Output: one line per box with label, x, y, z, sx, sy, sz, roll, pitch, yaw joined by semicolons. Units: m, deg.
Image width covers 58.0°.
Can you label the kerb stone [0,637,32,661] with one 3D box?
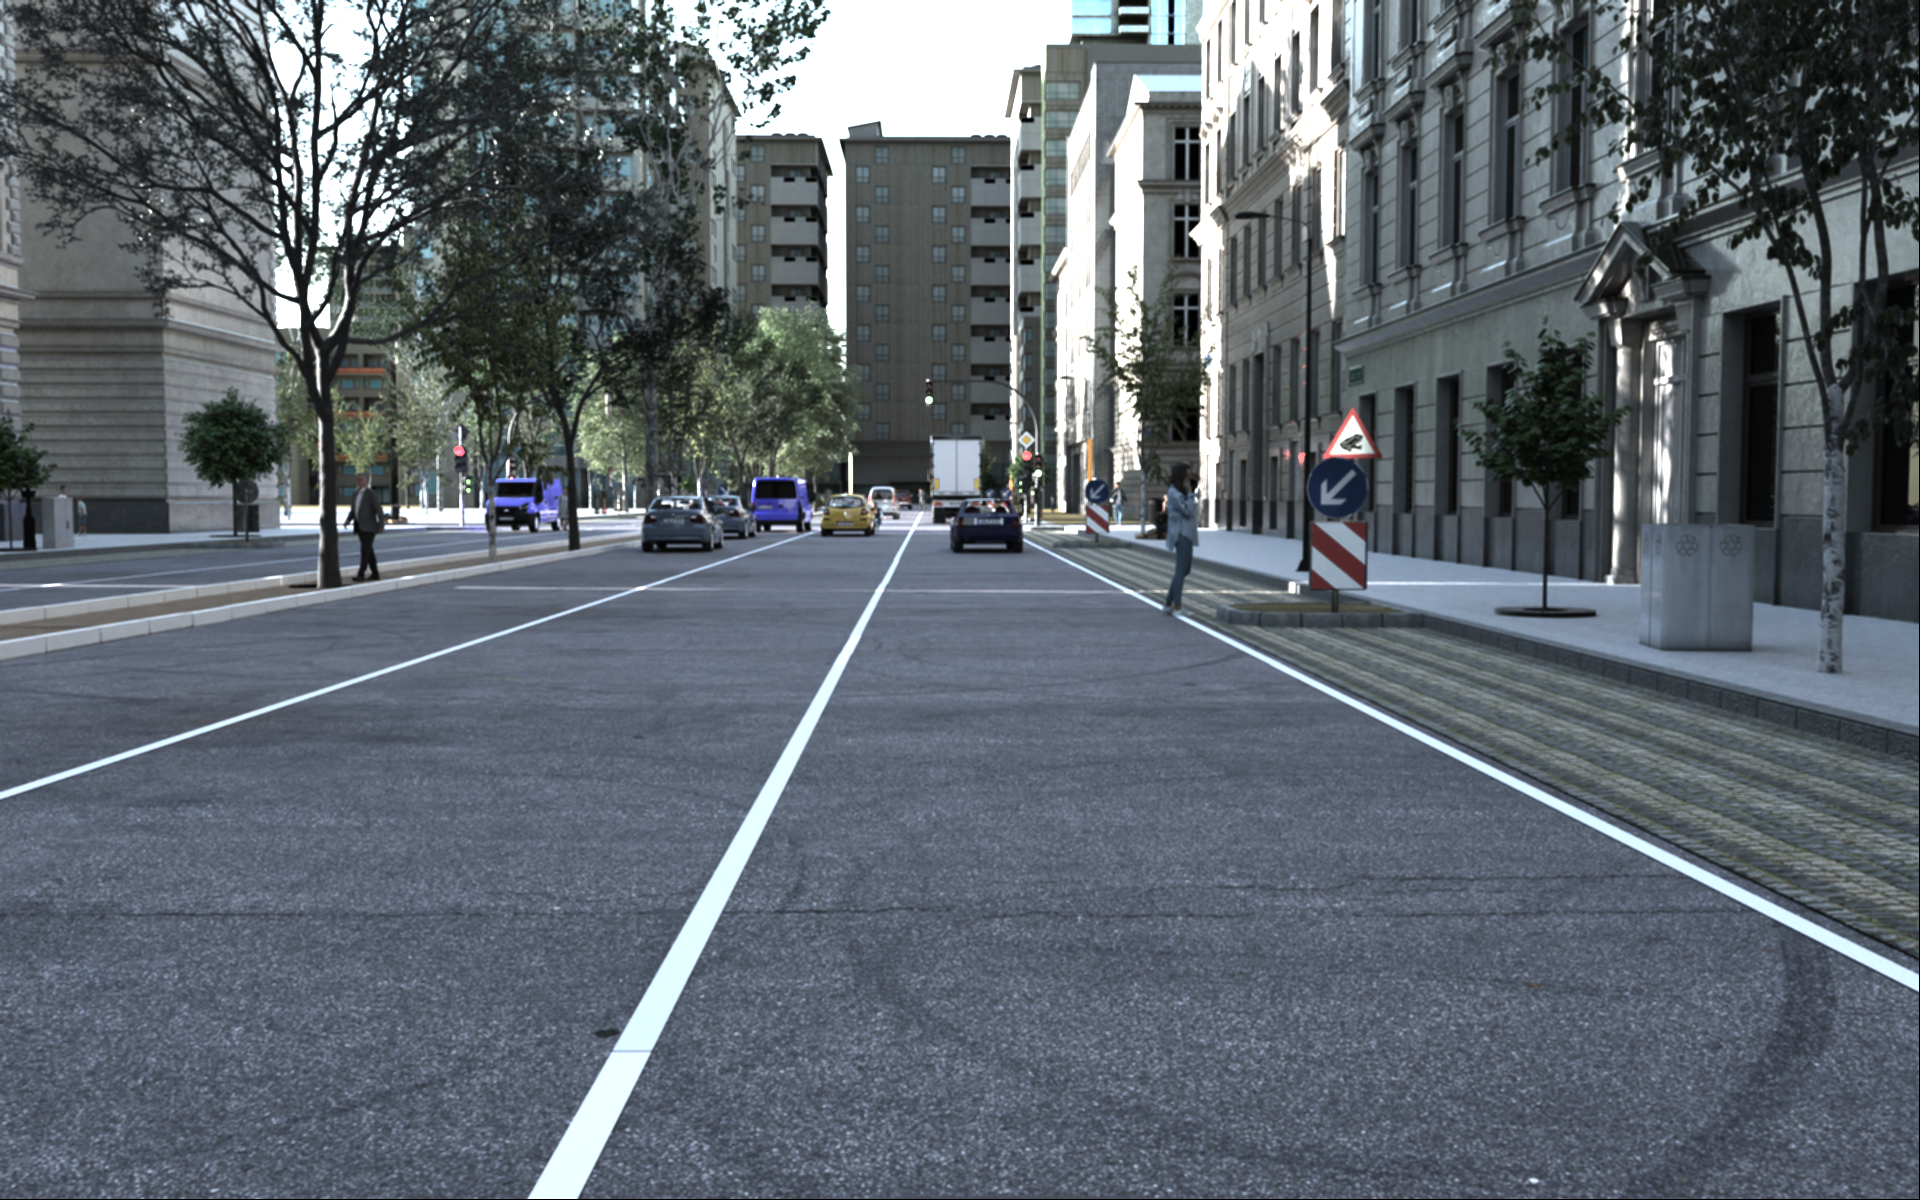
kerb stone;-8.299;0.433;15.119;0.120;0.150;1.000;0;4;-1

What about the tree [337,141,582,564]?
tree;-9.523;-5.024;34.968;4.737;8.622;4.395;0;3;0

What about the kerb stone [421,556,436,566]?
kerb stone;-10.716;-0.757;34.571;0.120;0.150;1.000;0;4;-1

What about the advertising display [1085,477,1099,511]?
advertising display;5.118;-3.785;67.104;0.123;1.923;0.974;-1;4;-23

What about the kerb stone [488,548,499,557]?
kerb stone;-10.807;-1.069;39.684;0.120;0.150;1.000;0;4;-1

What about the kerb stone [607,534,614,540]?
kerb stone;-11.037;-1.947;54.032;0.120;0.150;1.000;0;4;-1

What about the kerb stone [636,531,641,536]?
kerb stone;-11.124;-2.260;59.146;0.120;0.150;1.000;0;4;-1

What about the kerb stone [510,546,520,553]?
kerb stone;-10.837;-1.195;41.733;0.120;0.150;1.000;0;4;-1

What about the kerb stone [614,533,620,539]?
kerb stone;-11.052;-2.006;55.054;0.120;0.150;1.000;0;4;-1

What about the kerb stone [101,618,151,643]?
kerb stone;-8.335;0.307;17.183;0.120;0.150;1.000;0;4;-1

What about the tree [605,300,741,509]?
tree;-10.186;-6.665;61.796;4.360;8.622;3.978;0;3;0

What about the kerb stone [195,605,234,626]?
kerb stone;-8.356;0.186;19.242;0.120;0.150;1.000;0;4;-1

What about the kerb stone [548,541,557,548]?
kerb stone;-10.902;-1.446;45.830;0.120;0.150;1.000;0;4;-1

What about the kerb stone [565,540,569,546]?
kerb stone;-10.934;-1.569;47.878;0.120;0.150;1.000;0;4;-1

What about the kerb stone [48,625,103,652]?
kerb stone;-8.318;0.370;16.146;0.120;0.150;1.000;0;4;-1

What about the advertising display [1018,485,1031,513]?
advertising display;4.412;-6.920;118.355;0.974;1.923;0.123;-2;4;-32

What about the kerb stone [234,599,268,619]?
kerb stone;-8.379;0.117;20.275;0.120;0.150;1.000;0;4;-1

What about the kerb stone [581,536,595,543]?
kerb stone;-10.985;-1.754;50.956;0.120;0.150;1.000;0;4;-1

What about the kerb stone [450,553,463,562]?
kerb stone;-10.749;-0.882;36.619;0.120;0.150;1.000;0;4;-1

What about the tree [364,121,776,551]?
tree;-9.290;-6.422;41.873;8.767;10.594;7.601;0;4;-1

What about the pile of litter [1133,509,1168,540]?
pile of litter;5.527;-2.160;49.281;1.176;0.858;1.719;1;4;11

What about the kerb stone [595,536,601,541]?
kerb stone;-10.998;-1.822;51.982;0.120;0.150;1.000;0;4;-1

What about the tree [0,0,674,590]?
tree;-9.578;-6.913;25.860;12.009;13.543;11.850;0;3;0

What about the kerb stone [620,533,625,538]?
kerb stone;-11.076;-2.072;56.075;0.120;0.150;1.000;0;4;-1

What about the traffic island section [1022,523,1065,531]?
traffic island section;3.115;-2.879;69.344;2.009;0.180;2.903;0;4;-1

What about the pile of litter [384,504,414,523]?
pile of litter;-24.844;-3.813;76.311;1.719;0.858;1.176;0;4;-6

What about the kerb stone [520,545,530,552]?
kerb stone;-10.854;-1.255;42.755;0.120;0.150;1.000;0;4;-1

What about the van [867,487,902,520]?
van;-4.324;-5.603;98.623;2.013;2.044;4.112;0;4;1

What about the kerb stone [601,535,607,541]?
kerb stone;-11.025;-1.884;53.010;0.120;0.150;1.000;0;4;-1

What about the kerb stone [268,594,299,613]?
kerb stone;-8.402;0.055;21.296;0.120;0.150;1.000;0;4;-1

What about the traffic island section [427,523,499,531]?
traffic island section;-19.823;-2.856;68.975;2.009;0.180;2.903;0;4;-1

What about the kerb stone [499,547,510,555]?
kerb stone;-10.819;-1.132;40.706;0.120;0.150;1.000;0;4;-1

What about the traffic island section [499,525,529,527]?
traffic island section;-19.954;-3.344;76.959;2.009;0.180;2.903;0;4;-1

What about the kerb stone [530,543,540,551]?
kerb stone;-10.866;-1.320;43.777;0.120;0.150;1.000;0;4;-1

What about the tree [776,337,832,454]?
tree;-10.113;-8.813;80.967;8.767;10.594;7.601;0;4;-1

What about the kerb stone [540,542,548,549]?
kerb stone;-10.889;-1.381;44.808;0.120;0.150;1.000;0;4;-1

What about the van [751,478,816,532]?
van;-6.779;-3.788;66.315;2.240;2.365;5.245;0;3;0

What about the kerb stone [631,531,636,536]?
kerb stone;-11.106;-2.192;58.123;0.120;0.150;1.000;0;4;-1

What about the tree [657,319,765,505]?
tree;-10.170;-7.030;67.763;4.737;8.622;4.395;0;3;0

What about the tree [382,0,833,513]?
tree;-10.576;-11.897;52.867;12.611;20.169;13.585;0;3;0

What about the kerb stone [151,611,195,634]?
kerb stone;-8.350;0.243;18.219;0.120;0.150;1.000;0;4;-1

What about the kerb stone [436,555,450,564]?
kerb stone;-10.736;-0.820;35.597;0.120;0.150;1.000;0;4;-1

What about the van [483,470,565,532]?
van;-16.767;-3.811;66.692;2.240;2.365;5.245;0;4;1

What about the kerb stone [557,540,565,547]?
kerb stone;-10.923;-1.508;46.852;0.120;0.150;1.000;0;4;-1

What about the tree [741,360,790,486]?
tree;-10.247;-8.213;87.094;4.360;8.622;3.978;0;3;0

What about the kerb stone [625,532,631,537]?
kerb stone;-11.089;-2.128;57.101;0.120;0.150;1.000;0;4;-1

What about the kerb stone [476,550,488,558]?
kerb stone;-10.786;-1.007;38.662;0.120;0.150;1.000;0;4;-1

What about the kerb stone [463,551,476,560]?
kerb stone;-10.766;-0.944;37.641;0.120;0.150;1.000;0;4;-1
